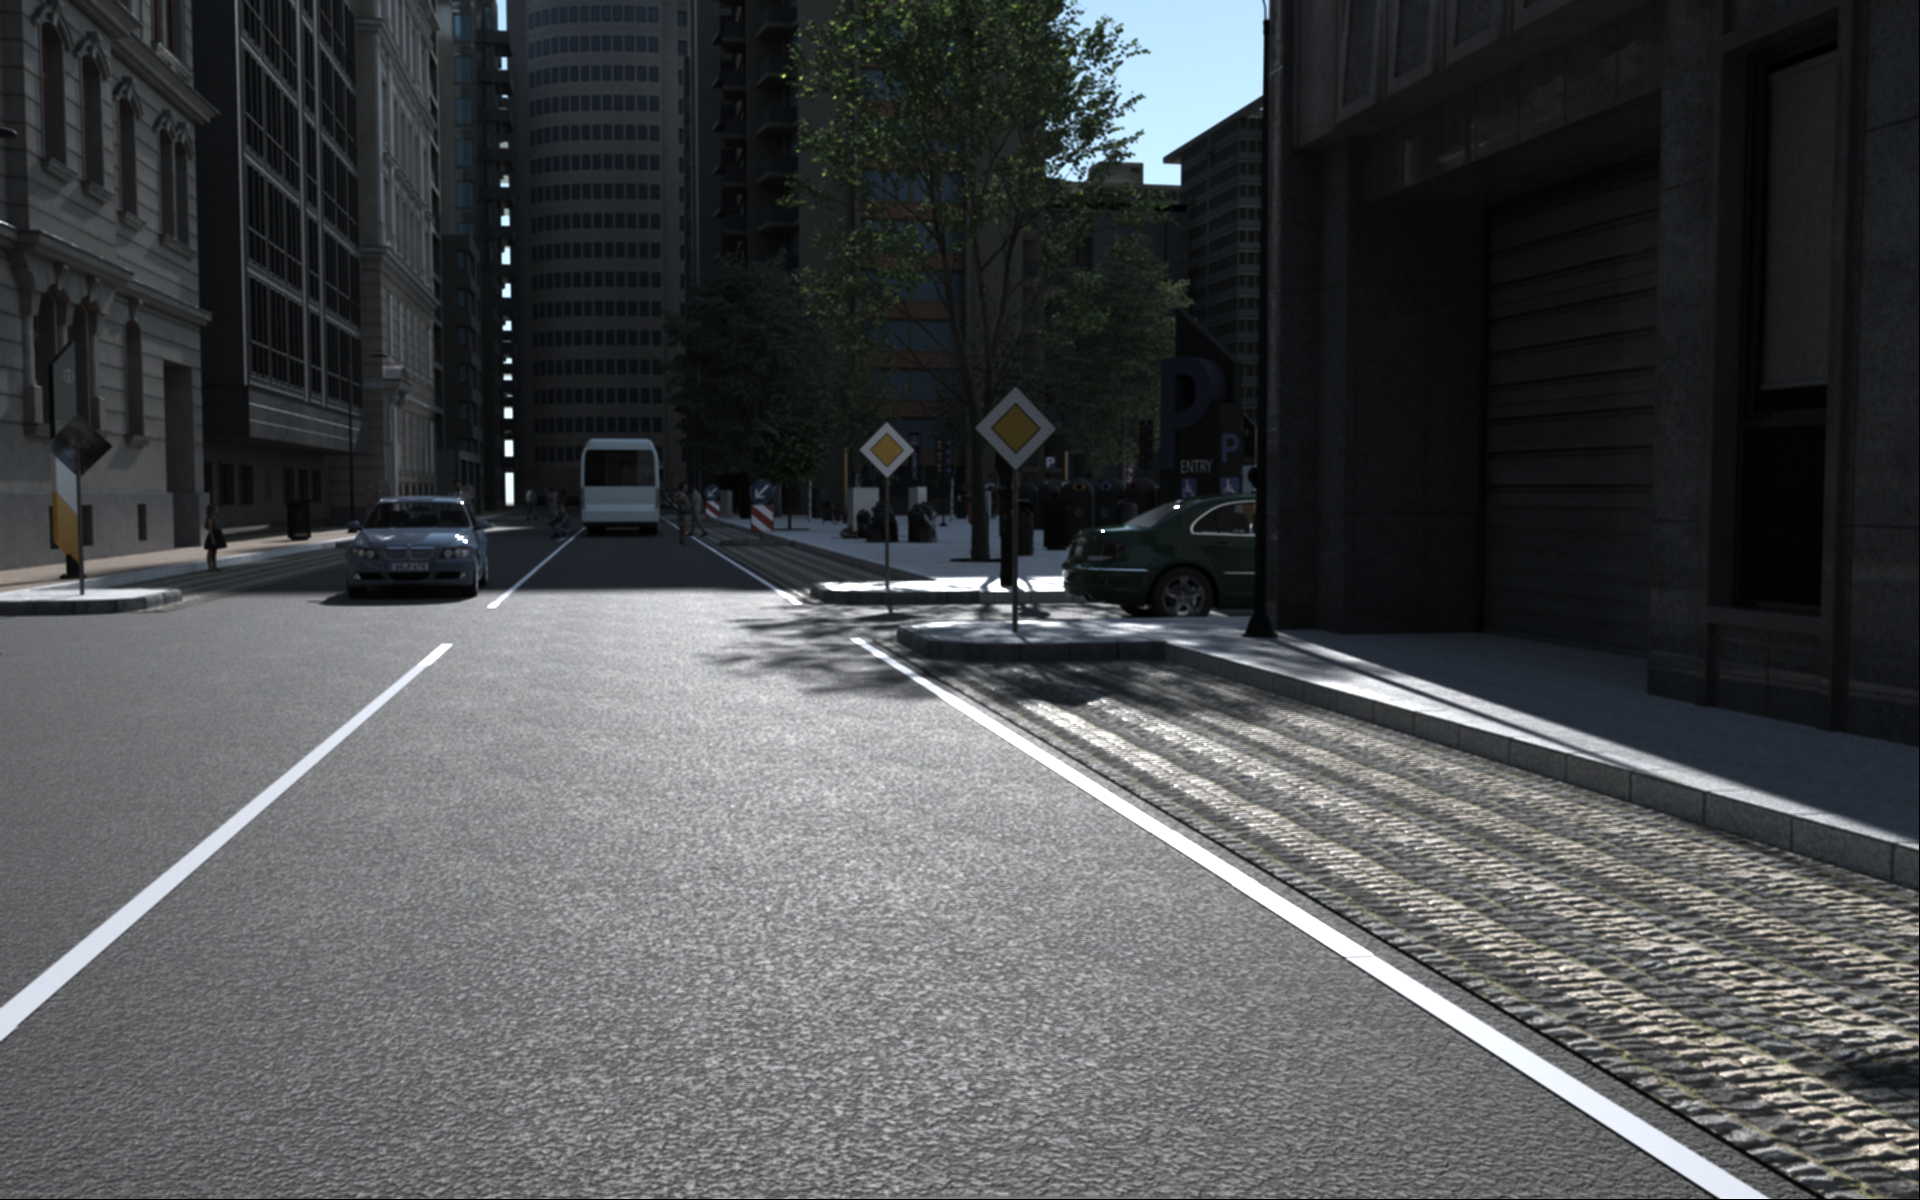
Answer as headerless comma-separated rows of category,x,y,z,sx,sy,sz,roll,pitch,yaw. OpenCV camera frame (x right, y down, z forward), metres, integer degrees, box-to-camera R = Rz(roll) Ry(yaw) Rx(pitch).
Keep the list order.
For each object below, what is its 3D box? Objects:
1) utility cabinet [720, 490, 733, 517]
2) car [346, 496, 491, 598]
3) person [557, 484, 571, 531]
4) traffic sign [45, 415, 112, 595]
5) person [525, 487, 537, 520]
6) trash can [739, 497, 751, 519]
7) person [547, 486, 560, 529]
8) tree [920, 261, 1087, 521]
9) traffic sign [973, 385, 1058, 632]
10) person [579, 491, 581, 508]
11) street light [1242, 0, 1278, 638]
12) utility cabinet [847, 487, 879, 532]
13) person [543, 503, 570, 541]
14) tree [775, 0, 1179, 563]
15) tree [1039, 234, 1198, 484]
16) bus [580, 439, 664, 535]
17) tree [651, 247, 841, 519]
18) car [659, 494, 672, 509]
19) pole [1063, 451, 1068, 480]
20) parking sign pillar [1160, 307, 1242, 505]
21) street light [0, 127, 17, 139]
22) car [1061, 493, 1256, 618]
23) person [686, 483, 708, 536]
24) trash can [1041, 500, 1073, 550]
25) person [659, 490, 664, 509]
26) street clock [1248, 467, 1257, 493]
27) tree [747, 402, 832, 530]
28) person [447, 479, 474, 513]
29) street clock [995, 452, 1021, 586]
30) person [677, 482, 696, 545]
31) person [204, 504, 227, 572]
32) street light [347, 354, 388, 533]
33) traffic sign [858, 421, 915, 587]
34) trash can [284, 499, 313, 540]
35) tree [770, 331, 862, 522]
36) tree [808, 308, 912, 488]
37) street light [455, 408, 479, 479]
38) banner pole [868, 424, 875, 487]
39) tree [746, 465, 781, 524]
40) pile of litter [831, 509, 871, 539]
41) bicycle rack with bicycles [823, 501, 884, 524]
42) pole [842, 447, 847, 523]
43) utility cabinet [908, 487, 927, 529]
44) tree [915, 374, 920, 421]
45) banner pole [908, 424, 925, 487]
utility cabinet,-12.753,-5.258,94.654,0.318,1.500,1.173,-2,4,-26
car,-7.947,-0.831,25.585,2.014,1.417,4.499,-1,4,-13
person,-15.389,-3.608,67.463,0.580,1.828,0.573,1,4,10
traffic sign,-11.170,-1.122,21.983,0.795,2.450,0.064,-1,4,-11
person,-23.583,-5.301,95.277,0.850,1.850,0.679,3,4,38
trash can,-11.208,-4.822,90.489,0.748,1.137,0.748,0,3,0
person,-16.768,-3.852,71.845,0.716,1.782,0.532,0,4,-3
tree,1.720,-6.447,55.774,4.360,8.622,3.978,0,3,0
traffic sign,0.510,-0.761,16.086,0.795,2.450,0.064,-1,4,-11
person,-32.346,-8.511,148.435,0.721,1.735,1.217,-2,4,-30
street light,2.178,-2.619,15.369,1.470,5.913,1.316,-1,4,-11
utility cabinet,-3.218,-2.983,57.446,0.318,1.500,1.173,3,5,44
person,-12.257,-2.383,52.955,0.738,1.151,1.012,-2,4,-29
tree,0.382,-6.545,32.763,9.928,11.665,9.643,0,3,0
tree,7.259,-9.626,75.511,7.486,12.596,7.792,0,3,0
bus,-12.419,-4.230,64.017,2.948,3.499,13.247,-1,4,-10
tree,-10.588,-11.138,88.758,9.857,13.997,8.962,0,3,0
car,-27.610,-9.273,160.411,1.959,1.807,4.718,-1,4,-11
pole,5.023,-5.415,82.375,0.158,3.312,0.155,0,3,0
parking sign pillar,3.398,-2.204,24.509,1.447,3.967,1.447,-2,4,-32
street light,-12.654,-3.026,22.011,1.470,5.913,1.316,-1,4,-11
car,3.622,-0.486,19.743,4.920,1.459,2.131,-1,4,-9
person,-8.933,-3.050,58.639,0.850,1.792,0.678,1,4,10
trash can,2.230,-1.727,39.890,0.748,1.137,0.748,0,3,0
person,-28.402,-9.527,164.136,0.709,1.838,0.599,2,4,33
street clock,7.826,-2.508,45.579,0.471,2.002,0.358,-1,4,-20
tree,-6.108,-4.766,61.637,4.285,4.588,4.351,0,3,0
person,-11.813,-1.959,40.802,0.678,1.792,0.850,-1,4,-19
street clock,0.679,-1.200,24.192,0.358,2.002,0.471,1,4,23
person,-7.708,-2.436,48.689,0.532,1.782,0.716,0,4,3
person,-13.710,-1.145,31.897,0.373,1.253,0.362,1,4,9
street light,-19.596,-5.185,57.321,1.470,5.913,1.316,-1,4,-11
traffic sign,-1.011,-1.241,23.926,0.795,2.450,0.064,-1,4,-11
trash can,-18.445,-2.243,48.327,0.748,1.137,0.748,0,3,0
tree,-6.688,-7.898,79.503,4.360,8.622,3.978,0,3,0
tree,-3.972,-7.201,68.092,4.737,8.622,4.395,0,3,0
street light,-26.487,-7.366,92.969,1.470,5.913,1.316,-1,4,-11
banner pole,-3.152,-4.391,61.816,0.401,3.779,0.863,-1,4,-20
tree,-8.379,-4.879,74.379,1.663,3.219,1.824,0,3,0
pile of litter,-2.956,-2.217,50.216,1.719,0.858,1.176,-1,4,-20
bicycle rack with bicycles,-4.424,-3.726,74.302,2.852,0.926,2.925,2,4,33
pole,-5.033,-5.006,75.684,0.158,3.312,0.155,0,3,0
utility cabinet,-1.295,-2.681,52.515,0.318,1.500,1.173,1,4,12
tree,-0.284,-8.041,81.830,4.360,8.622,3.978,0,3,0
banner pole,-1.501,-4.389,61.776,0.863,3.779,0.401,3,4,36
